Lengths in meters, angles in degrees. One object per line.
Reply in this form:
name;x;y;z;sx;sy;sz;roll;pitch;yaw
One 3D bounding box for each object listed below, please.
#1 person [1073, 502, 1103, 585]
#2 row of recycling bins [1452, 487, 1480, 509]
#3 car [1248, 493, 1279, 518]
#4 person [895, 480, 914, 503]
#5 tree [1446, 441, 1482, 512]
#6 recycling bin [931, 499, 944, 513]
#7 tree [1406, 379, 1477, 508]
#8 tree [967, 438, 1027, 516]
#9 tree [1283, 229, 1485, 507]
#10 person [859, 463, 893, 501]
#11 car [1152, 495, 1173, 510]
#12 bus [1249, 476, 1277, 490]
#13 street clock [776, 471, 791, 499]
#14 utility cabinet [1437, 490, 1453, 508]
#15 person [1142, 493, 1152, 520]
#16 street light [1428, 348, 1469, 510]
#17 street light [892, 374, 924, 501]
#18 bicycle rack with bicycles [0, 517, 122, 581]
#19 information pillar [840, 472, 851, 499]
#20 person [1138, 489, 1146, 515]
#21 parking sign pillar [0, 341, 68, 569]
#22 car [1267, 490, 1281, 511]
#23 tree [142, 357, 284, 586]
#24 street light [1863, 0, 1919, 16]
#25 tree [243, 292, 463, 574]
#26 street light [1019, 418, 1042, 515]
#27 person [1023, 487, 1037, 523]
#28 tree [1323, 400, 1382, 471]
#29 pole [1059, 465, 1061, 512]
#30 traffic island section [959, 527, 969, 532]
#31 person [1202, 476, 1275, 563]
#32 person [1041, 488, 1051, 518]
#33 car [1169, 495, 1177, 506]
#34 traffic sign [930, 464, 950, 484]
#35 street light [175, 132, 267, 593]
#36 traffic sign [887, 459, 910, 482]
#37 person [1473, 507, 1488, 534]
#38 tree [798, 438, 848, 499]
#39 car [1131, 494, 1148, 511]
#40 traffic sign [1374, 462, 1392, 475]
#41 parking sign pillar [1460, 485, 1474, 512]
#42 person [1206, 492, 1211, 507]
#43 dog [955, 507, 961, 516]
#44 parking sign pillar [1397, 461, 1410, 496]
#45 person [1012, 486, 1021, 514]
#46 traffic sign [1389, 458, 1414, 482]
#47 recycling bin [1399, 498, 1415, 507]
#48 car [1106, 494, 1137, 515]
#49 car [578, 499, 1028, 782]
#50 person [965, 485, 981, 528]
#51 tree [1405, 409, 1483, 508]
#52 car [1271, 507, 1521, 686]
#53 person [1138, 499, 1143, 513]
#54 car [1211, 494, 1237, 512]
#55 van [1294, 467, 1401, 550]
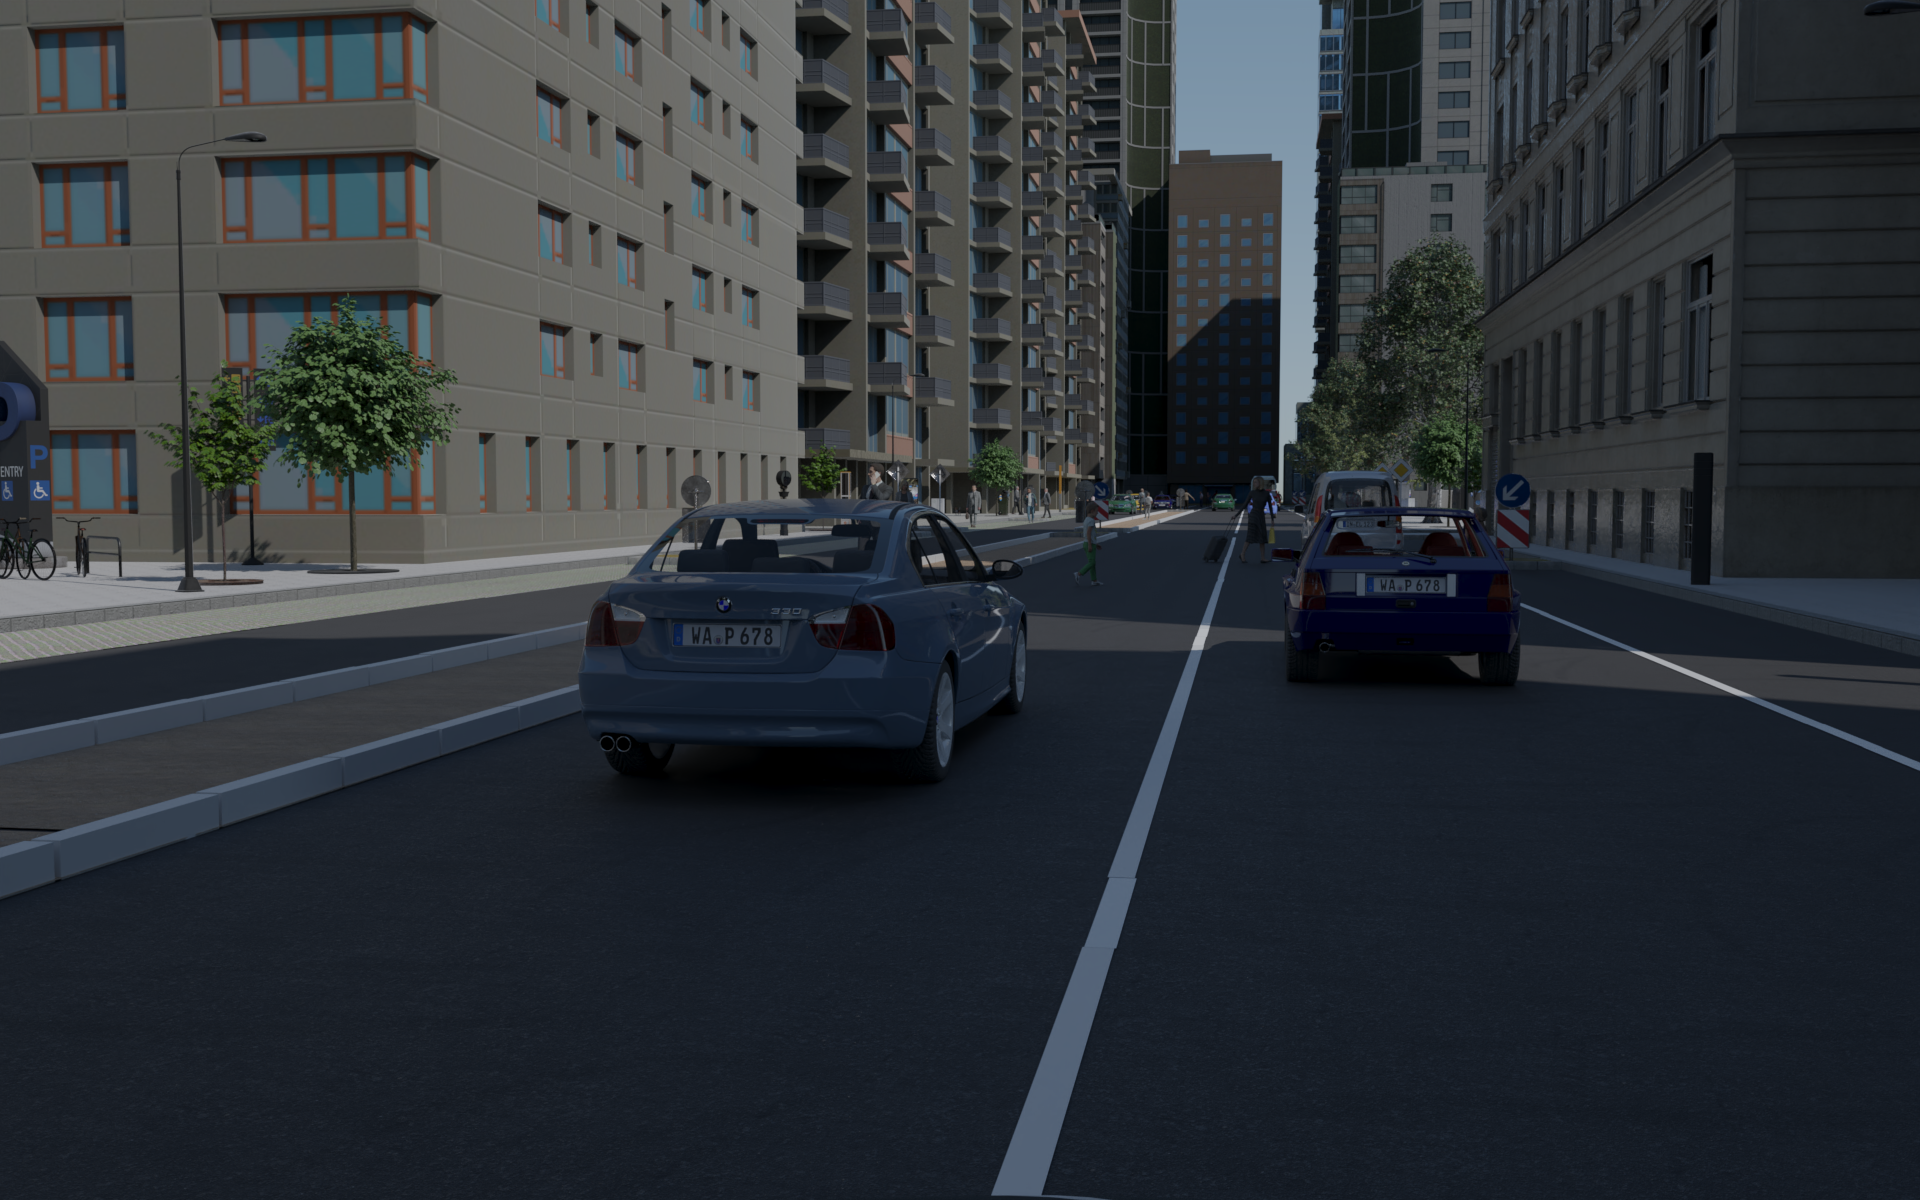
person;2.004;-0.875;27.058;0.590;1.304;0.306;-2;4;-31
row of recycling bins;29.023;-5.422;95.770;3.534;1.692;1.069;1;4;8
car;18.091;-5.747;103.560;1.945;1.707;3.694;1;4;11
person;-1.389;-2.242;45.347;0.709;1.800;0.728;0;4;-6
tree;18.703;-4.164;62.686;1.663;3.219;1.824;0;3;0
recycling bin;-1.240;-5.153;96.807;0.722;1.027;0.722;0;4;2
tree;24.104;-8.358;87.007;4.737;8.622;4.395;0;3;0
tree;2.179;-7.120;100.122;4.285;4.588;4.351;0;3;0
tree;20.724;-9.683;75.327;9.611;12.733;9.660;0;3;0
person;-1.363;-1.144;26.567;0.648;1.900;0.474;1;4;18
car;18.571;-8.943;158.803;1.945;1.354;3.894;1;4;8
bus;32.101;-11.525;183.297;2.948;3.499;13.247;1;4;10
street clock;-5.416;-2.978;53.259;0.358;2.002;0.471;3;4;36
utility cabinet;27.380;-5.414;97.195;1.173;1.500;0.318;1;4;8
person;10.458;-5.233;96.658;0.523;1.515;0.503;3;4;38
street light;15.627;-5.063;55.321;1.470;5.913;1.316;1;4;9
street light;-2.065;-5.779;67.020;1.470;5.913;1.316;1;4;9
bicycle rack with bicycles;-14.197;-0.807;26.581;2.852;0.926;2.925;-3;5;-40
information pillar;-3.783;-3.233;57.350;0.304;2.012;0.304;0;4;5
person;12.663;-6.796;119.794;0.661;1.801;0.590;-2;4;-28
parking sign pillar;-16.358;-2.543;30.053;1.447;3.967;1.447;2;4;31
car;26.594;-8.617;149.562;2.281;1.827;5.304;1;4;8
tree;-10.357;-1.832;24.560;1.663;3.219;1.824;0;3;0
street light;9.210;-2.682;16.395;1.470;5.913;1.316;1;4;9
tree;-10.023;-2.726;28.288;4.285;4.588;4.351;0;3;0
street light;4.276;-8.114;105.212;1.470;5.913;1.316;1;4;9
person;3.451;-4.684;85.432;0.623;1.781;0.721;-1;4;-14
tree;27.368;-10.319;119.084;4.737;8.622;4.395;0;3;0
pole;7.137;-7.923;123.379;0.158;3.312;0.155;0;3;0
traffic island section;-0.806;-2.691;66.279;2.009;0.180;2.903;1;4;9
person;5.882;-1.677;36.138;1.509;1.804;0.699;3;5;42
person;5.079;-5.744;102.808;0.834;1.777;0.661;-2;4;-30
car;24.385;-11.462;199.979;1.945;1.354;3.894;1;4;9
traffic sign;-0.781;-3.915;66.208;0.795;2.593;0.064;1;4;9
street light;-9.576;-3.053;22.455;1.470;5.913;1.316;1;4;9
traffic sign;-2.095;-3.434;58.331;0.795;2.593;0.064;1;4;9
person;7.079;-0.650;23.800;0.362;1.253;0.373;0;4;-4
tree;-4.773;-4.006;60.107;1.663;3.219;1.824;0;3;0
car;14.022;-7.793;137.639;2.015;1.641;3.980;1;4;8
traffic sign;15.486;-3.749;63.483;0.795;2.593;0.064;1;4;9
parking sign pillar;26.469;-6.224;90.239;1.447;3.967;1.447;2;4;30
person;26.802;-10.826;186.967;0.593;1.643;0.415;2;4;24
dog;-0.142;-5.239;102.496;0.406;0.507;0.540;-1;4;-9
parking sign pillar;29.545;-7.758;115.313;1.447;3.967;1.447;0;4;-3
person;3.647;-6.306;109.536;0.834;1.777;0.661;-1;4;-18
traffic sign;14.171;-3.267;55.606;0.795;2.593;0.064;1;4;9
recycling bin;27.175;-5.678;105.388;0.722;1.027;0.722;-3;5;-45
car;11.449;-6.764;122.393;2.131;1.459;4.920;1;4;11
car;-0.700;0.122;10.009;2.014;1.417;4.499;1;4;10
person;0.552;-3.988;73.805;0.694;1.812;0.767;1;4;12
tree;18.828;-5.066;66.545;4.285;4.588;4.351;0;3;0
car;3.572;-0.112;14.407;1.945;1.354;3.894;1;4;10
person;13.974;-7.407;133.872;0.475;1.303;0.640;-1;4;-20
car;21.849;-8.061;143.588;2.131;1.459;4.920;1;4;10
van;7.308;-1.557;32.471;2.013;2.044;4.112;1;4;8
